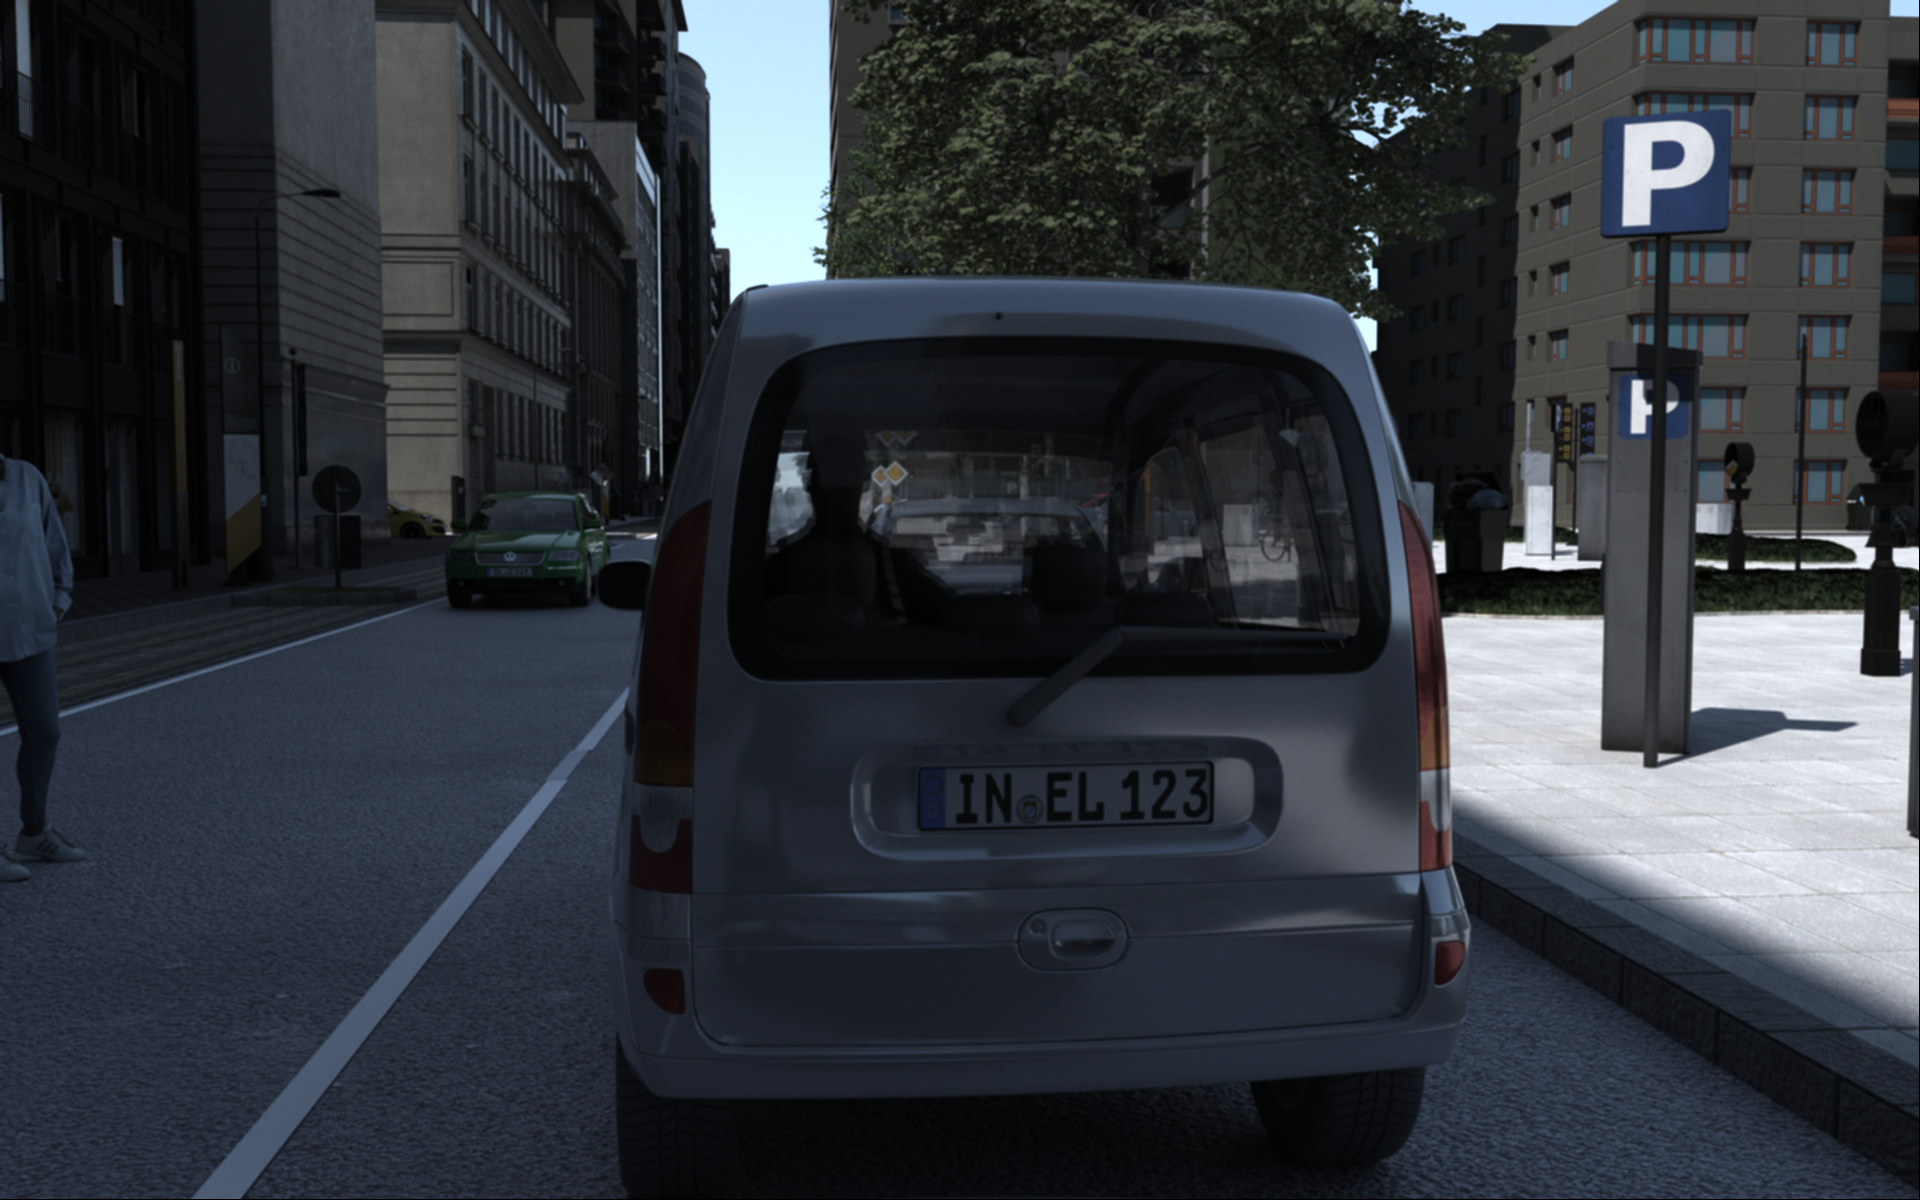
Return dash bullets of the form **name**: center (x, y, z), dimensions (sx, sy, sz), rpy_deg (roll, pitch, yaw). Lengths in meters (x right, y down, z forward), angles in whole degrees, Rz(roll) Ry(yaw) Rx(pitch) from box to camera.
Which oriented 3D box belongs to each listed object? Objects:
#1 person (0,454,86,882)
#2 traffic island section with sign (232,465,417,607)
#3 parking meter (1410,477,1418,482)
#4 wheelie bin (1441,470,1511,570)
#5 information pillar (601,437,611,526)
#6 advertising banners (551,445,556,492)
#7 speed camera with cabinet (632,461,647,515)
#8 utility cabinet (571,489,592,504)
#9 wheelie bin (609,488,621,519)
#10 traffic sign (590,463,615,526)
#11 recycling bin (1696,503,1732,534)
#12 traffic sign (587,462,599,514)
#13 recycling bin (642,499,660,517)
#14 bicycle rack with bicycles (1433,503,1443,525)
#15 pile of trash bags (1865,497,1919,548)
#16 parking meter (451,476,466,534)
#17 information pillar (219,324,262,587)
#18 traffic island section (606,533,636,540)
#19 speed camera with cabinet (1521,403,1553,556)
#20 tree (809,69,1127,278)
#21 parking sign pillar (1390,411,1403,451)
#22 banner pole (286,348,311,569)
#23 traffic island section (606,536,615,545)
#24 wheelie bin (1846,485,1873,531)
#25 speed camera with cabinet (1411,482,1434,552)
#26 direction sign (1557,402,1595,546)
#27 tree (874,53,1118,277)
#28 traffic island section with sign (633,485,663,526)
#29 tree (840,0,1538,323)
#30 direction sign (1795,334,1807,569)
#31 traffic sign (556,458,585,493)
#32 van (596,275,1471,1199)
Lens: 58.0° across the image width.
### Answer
- **person**: center (-3.608, 0.140, 6.472), dimensions (0.793, 1.790, 0.793), rpy_deg (0, 4, 3)
- **traffic island section with sign**: center (-8.325, -0.875, 22.927), dimensions (1.989, 1.847, 2.006), rpy_deg (0, 4, -6)
- **parking meter**: center (15.042, -3.181, 57.725), dimensions (0.399, 1.863, 0.255), rpy_deg (-1, 4, -18)
- **wheelie bin**: center (6.788, -0.910, 22.794), dimensions (0.693, 1.594, 0.980), rpy_deg (-3, 4, -36)
- **information pillar**: center (-14.442, -4.844, 70.560), dimensions (0.183, 3.616, 0.504), rpy_deg (1, 4, 14)
- **advertising banners**: center (-14.241, -3.947, 60.728), dimensions (0.090, 3.025, 2.074), rpy_deg (-1, 4, -9)
- **speed camera with cabinet**: center (-19.397, -6.751, 104.707), dimensions (0.660, 3.252, 2.038), rpy_deg (-1, 4, -19)
- **utility cabinet**: center (-15.680, -3.857, 71.737), dimensions (0.318, 1.500, 1.173), rpy_deg (1, 4, 19)
- **wheelie bin**: center (-17.568, -4.897, 87.981), dimensions (0.693, 1.594, 0.980), rpy_deg (-1, 4, -9)
- **traffic sign**: center (-11.484, -3.179, 55.618), dimensions (0.795, 2.450, 0.064), rpy_deg (0, 4, -6)
- **recycling bin**: center (20.319, -2.094, 46.793), dimensions (0.722, 1.027, 0.722), rpy_deg (-2, 4, -34)
- **traffic sign**: center (-14.865, -4.349, 71.117), dimensions (0.884, 2.594, 0.081), rpy_deg (0, 4, -3)
- **recycling bin**: center (-17.360, -5.189, 97.391), dimensions (0.722, 1.027, 0.722), rpy_deg (2, 4, 27)
- **bicycle rack with bicycles**: center (17.748, -3.275, 66.927), dimensions (2.925, 0.926, 2.852), rpy_deg (2, 4, 30)
- **pile of trash bags**: center (23.581, -1.975, 42.037), dimensions (3.447, 1.369, 1.912), rpy_deg (-3, 4, -38)
- **parking meter**: center (-15.960, -3.023, 55.134), dimensions (0.255, 1.863, 0.399), rpy_deg (2, 4, 30)
- **information pillar**: center (-10.034, -2.005, 24.136), dimensions (0.504, 3.616, 0.183), rpy_deg (-3, 4, -37)
- **traffic island section**: center (-11.507, -2.043, 55.678), dimensions (2.009, 0.180, 2.903), rpy_deg (0, 4, -6)
- **speed camera with cabinet**: center (12.340, -2.604, 36.915), dimensions (0.660, 3.252, 2.038), rpy_deg (1, 4, 15)
- **tree**: center (0.197, -7.096, 41.782), dimensions (9.928, 11.665, 9.643), rpy_deg (0, 3, 0)
- **parking sign pillar**: center (9.616, -3.168, 40.263), dimensions (1.447, 3.967, 1.447), rpy_deg (-1, 4, -19)
- **banner pole**: center (-11.270, -2.419, 29.567), dimensions (0.401, 3.779, 0.863), rpy_deg (-3, 4, -37)
- **traffic island section**: center (-10.734, -1.557, 47.730), dimensions (2.009, 0.180, 2.903), rpy_deg (0, 4, -6)
- **wheelie bin**: center (31.045, -3.172, 59.768), dimensions (0.693, 1.594, 0.980), rpy_deg (0, 4, -6)
- **speed camera with cabinet**: center (5.722, -1.858, 24.722), dimensions (2.038, 3.252, 0.660), rpy_deg (3, 5, 45)
- **direction sign**: center (15.288, -3.122, 43.043), dimensions (0.876, 3.537, 0.379), rpy_deg (2, 4, 26)
- **tree**: center (0.851, -4.724, 27.603), dimensions (4.737, 8.622, 4.395), rpy_deg (0, 3, 0)
- **traffic island section with sign**: center (-13.733, -4.271, 78.466), dimensions (1.989, 1.847, 2.006), rpy_deg (0, 4, -6)
- **tree**: center (2.002, -6.100, 17.858), dimensions (7.486, 12.596, 7.792), rpy_deg (0, 3, 0)
- **direction sign**: center (12.098, -2.013, 24.913), dimensions (0.379, 3.537, 0.876), rpy_deg (2, 4, 27)
- **traffic sign**: center (-10.711, -2.693, 47.671), dimensions (0.795, 2.450, 0.064), rpy_deg (0, 4, -6)
- **van**: center (-0.065, 0.124, 4.976), dimensions (2.013, 2.044, 4.112), rpy_deg (0, 4, -7)
